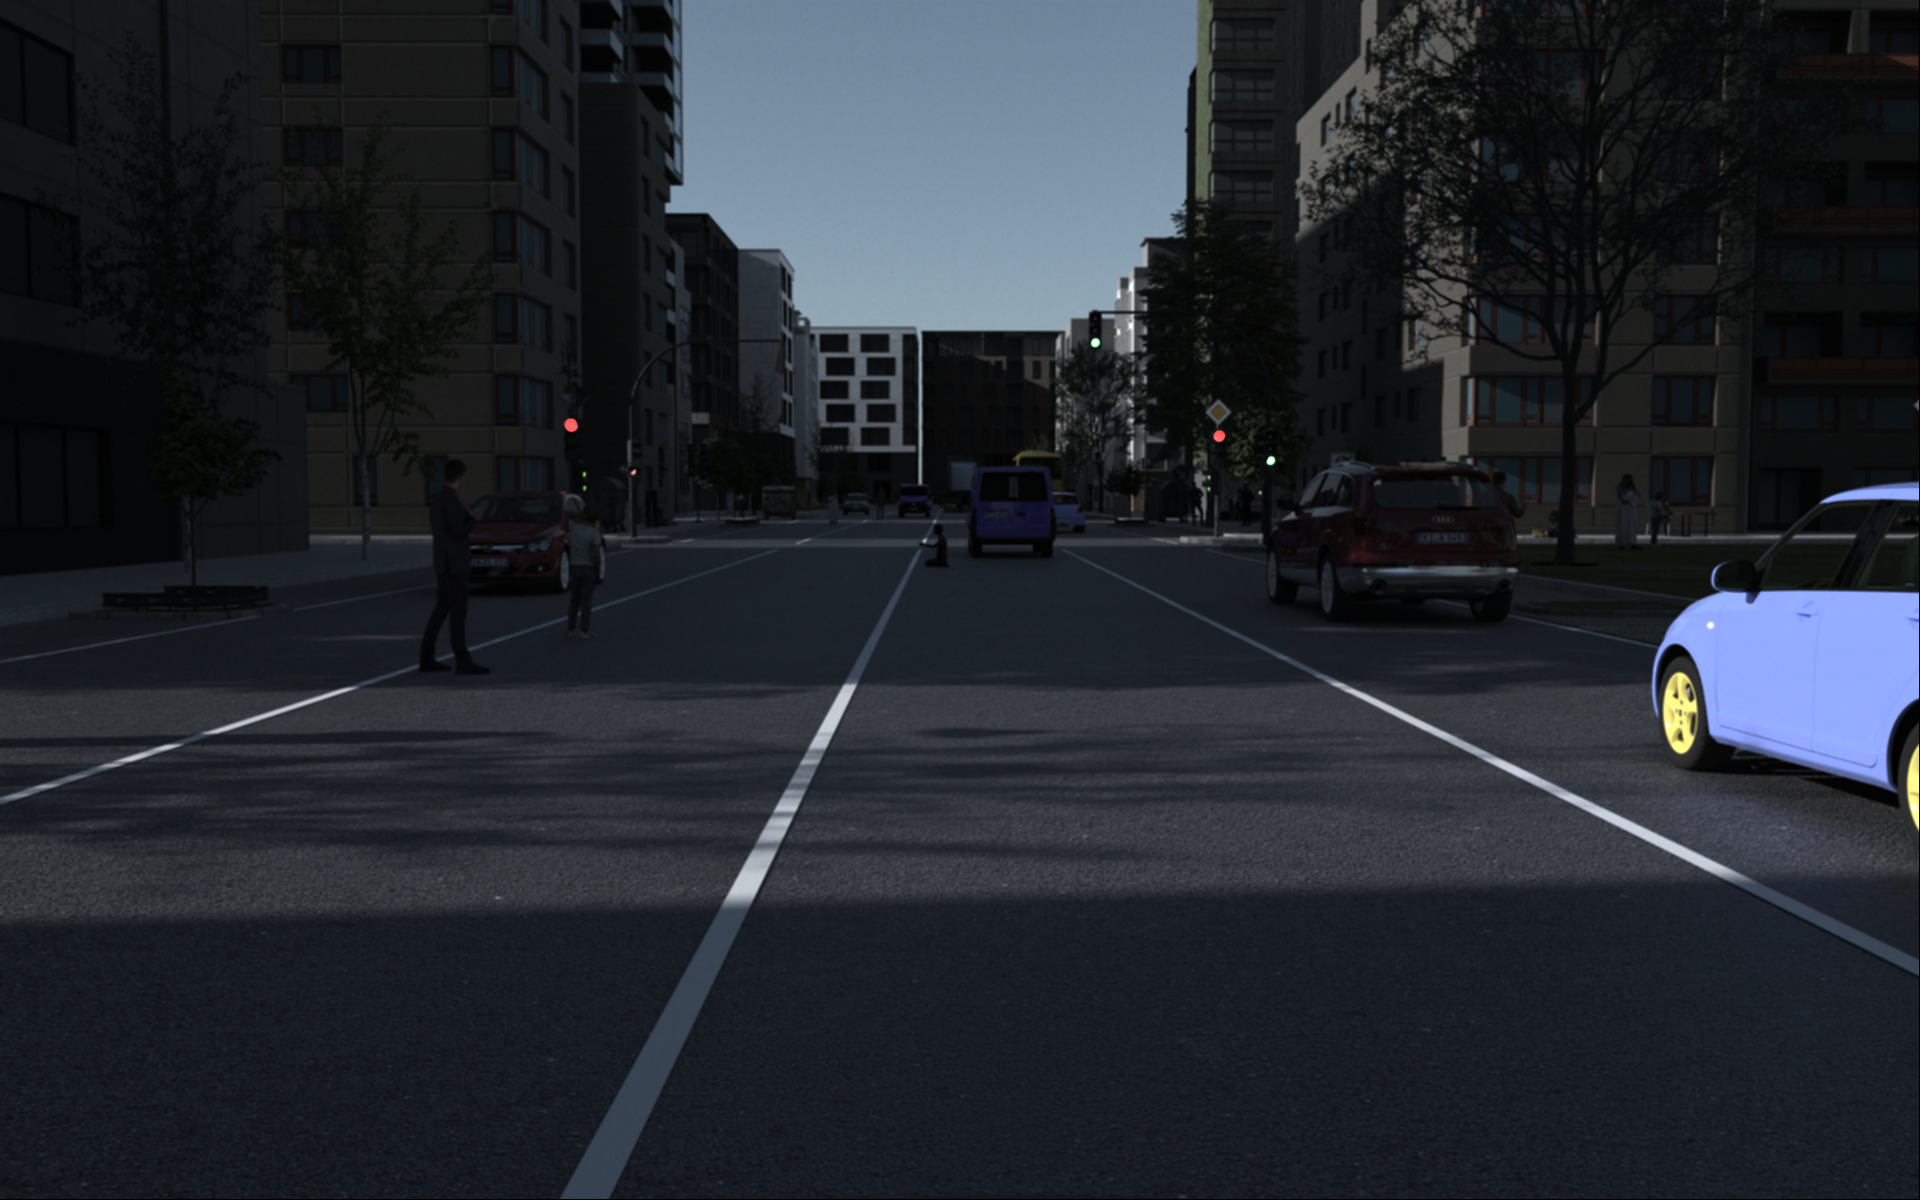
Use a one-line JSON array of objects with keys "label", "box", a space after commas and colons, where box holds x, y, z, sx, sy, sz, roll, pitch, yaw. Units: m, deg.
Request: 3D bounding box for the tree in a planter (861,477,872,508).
[{"label": "tree in a planter", "box": [-10.153, -11.187, 180.136, 1.991, 3.239, 1.994, 0, 4, 0]}]

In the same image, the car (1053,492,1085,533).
[{"label": "car", "box": [3.733, -3.395, 65.098, 1.945, 1.707, 3.694, 0, 4, -1]}]

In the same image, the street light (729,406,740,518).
[{"label": "street light", "box": [-11.884, -7.239, 91.145, 0.468, 5.910, 1.993, 0, 4, 0]}]

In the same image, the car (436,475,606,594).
[{"label": "car", "box": [-6.584, -1.051, 26.221, 2.155, 1.783, 4.494, 0, 4, -1]}]

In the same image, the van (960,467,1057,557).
[{"label": "van", "box": [1.150, -2.235, 40.922, 2.240, 2.365, 5.245, 0, 4, -1]}]

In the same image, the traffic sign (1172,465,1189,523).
[{"label": "traffic sign", "box": [9.638, -4.625, 75.720, 0.768, 2.556, 0.104, 0, 4, 4]}]

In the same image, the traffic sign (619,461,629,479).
[{"label": "traffic sign", "box": [-12.023, -3.866, 62.941, 0.795, 2.593, 0.064, 0, 4, 7]}]

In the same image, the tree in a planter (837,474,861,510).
[{"label": "tree in a planter", "box": [-9.981, -9.519, 152.850, 1.991, 3.239, 1.994, 0, 4, 0]}]

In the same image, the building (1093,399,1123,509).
[{"label": "building", "box": [17.388, -12.934, 153.612, 9.099, 9.664, 28.070, 0, 4, 0]}]

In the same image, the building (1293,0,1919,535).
[{"label": "building", "box": [30.212, -13.601, 67.417, 28.899, 21.520, 27.650, 0, 4, 0]}]

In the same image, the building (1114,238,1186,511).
[{"label": "building", "box": [20.122, -16.954, 133.621, 16.016, 20.091, 11.380, 0, 4, 0]}]

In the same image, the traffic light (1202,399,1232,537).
[{"label": "traffic light", "box": [7.585, -3.805, 51.130, 0.839, 4.253, 0.868, 0, 4, 0]}]

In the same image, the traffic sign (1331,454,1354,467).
[{"label": "traffic sign", "box": [9.470, -2.496, 42.941, 0.606, 2.300, 0.079, 1, 4, 9]}]

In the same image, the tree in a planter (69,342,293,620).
[{"label": "tree in a planter", "box": [-9.136, -1.427, 20.561, 1.991, 3.239, 1.994, 0, 4, 0]}]

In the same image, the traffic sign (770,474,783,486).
[{"label": "traffic sign", "box": [-11.978, -6.911, 113.001, 0.884, 2.594, 0.081, 0, 4, 2]}]

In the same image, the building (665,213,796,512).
[{"label": "building", "box": [-28.957, -18.259, 142.503, 27.936, 21.610, 32.646, 0, 4, 0]}]

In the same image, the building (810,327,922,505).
[{"label": "building", "box": [-21.816, -23.337, 225.531, 32.646, 21.610, 27.936, 0, 4, 0]}]

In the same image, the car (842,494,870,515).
[{"label": "car", "box": [-7.246, -6.870, 121.128, 1.959, 1.807, 4.718, 0, 4, -2]}]

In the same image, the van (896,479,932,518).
[{"label": "van", "box": [-2.796, -6.281, 107.080, 2.240, 2.365, 5.245, 0, 4, 0]}]

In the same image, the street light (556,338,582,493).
[{"label": "street light", "box": [-11.607, -4.815, 51.505, 0.468, 5.910, 1.993, 0, 4, 0]}]

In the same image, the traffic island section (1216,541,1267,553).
[{"label": "traffic island section", "box": [7.676, -1.283, 43.259, 2.009, 0.180, 2.903, 0, 4, 0]}]

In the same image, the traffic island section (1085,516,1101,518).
[{"label": "traffic island section", "box": [7.280, -4.903, 103.034, 1.991, 0.108, 1.994, 0, 4, 0]}]

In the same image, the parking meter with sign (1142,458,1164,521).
[{"label": "parking meter with sign", "box": [9.373, -5.356, 83.836, 0.543, 3.016, 1.738, 2, 4, 29]}]

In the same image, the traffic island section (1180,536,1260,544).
[{"label": "traffic island section", "box": [7.626, -1.771, 51.244, 2.009, 0.180, 2.903, 0, 4, 0]}]

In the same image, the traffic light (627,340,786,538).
[{"label": "traffic light", "box": [-7.524, -4.672, 51.053, 4.771, 5.953, 1.251, 0, 4, 0]}]

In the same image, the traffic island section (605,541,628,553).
[{"label": "traffic island section", "box": [-9.605, -1.277, 43.155, 2.009, 0.180, 2.903, 0, 4, 0]}]

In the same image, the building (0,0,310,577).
[{"label": "building", "box": [-25.107, -36.019, 27.169, 20.611, 71.187, 20.563, 0, 4, 0]}]

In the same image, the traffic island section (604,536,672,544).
[{"label": "traffic island section", "box": [-9.655, -1.765, 51.140, 2.009, 0.180, 2.903, 0, 4, 0]}]

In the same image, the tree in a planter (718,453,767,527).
[{"label": "tree in a planter", "box": [-9.482, -4.800, 75.696, 1.991, 3.239, 1.994, 0, 4, 0]}]

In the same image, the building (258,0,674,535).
[{"label": "building", "box": [-27.395, -13.605, 67.482, 27.650, 21.520, 28.899, 0, 4, 0]}]

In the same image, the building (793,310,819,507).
[{"label": "building", "box": [-23.127, -19.550, 176.064, 16.016, 20.091, 11.380, 0, 4, 0]}]

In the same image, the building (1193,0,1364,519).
[{"label": "building", "box": [19.682, -25.116, 94.241, 14.154, 41.232, 14.086, 0, 4, 0]}]

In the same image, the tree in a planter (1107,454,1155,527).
[{"label": "tree in a planter", "box": [7.460, -4.807, 75.813, 1.991, 3.239, 1.994, 0, 4, 0]}]

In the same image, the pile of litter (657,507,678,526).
[{"label": "pile of litter", "box": [-11.871, -3.388, 69.360, 1.176, 0.858, 1.719, 0, 4, 0]}]

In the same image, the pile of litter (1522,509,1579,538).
[{"label": "pile of litter", "box": [17.319, -2.253, 50.795, 1.719, 0.858, 1.176, 0, 4, 6]}]

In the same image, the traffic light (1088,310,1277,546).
[{"label": "traffic light", "box": [5.545, -4.179, 42.991, 4.771, 5.953, 1.251, 0, 4, 0]}]

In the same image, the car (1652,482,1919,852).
[{"label": "car", "box": [4.570, 0.104, 7.898, 1.945, 1.707, 3.694, 0, 4, 0]}]

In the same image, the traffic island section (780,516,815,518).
[{"label": "traffic island section", "box": [-9.659, -4.916, 103.239, 1.991, 0.108, 1.994, 0, 4, 0]}]

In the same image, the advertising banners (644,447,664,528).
[{"label": "advertising banners", "box": [-11.618, -4.260, 65.845, 0.090, 3.025, 2.074, -2, 4, -29]}]

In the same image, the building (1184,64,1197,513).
[{"label": "building", "box": [22.287, -21.255, 119.225, 14.160, 30.474, 14.107, 0, 4, 0]}]

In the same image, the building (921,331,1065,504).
[{"label": "building", "box": [11.420, -23.460, 227.543, 32.646, 21.610, 27.936, 0, 4, 0]}]

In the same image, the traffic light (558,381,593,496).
[{"label": "traffic light", "box": [-9.565, -3.309, 43.020, 0.839, 4.253, 0.868, 0, 4, 0]}]

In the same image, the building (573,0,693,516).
[{"label": "building", "box": [-28.135, -48.492, 105.513, 22.319, 86.520, 31.000, 0, 4, 0]}]

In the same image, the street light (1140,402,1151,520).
[{"label": "street light", "box": [9.299, -6.980, 86.913, 0.468, 5.910, 1.993, 0, 4, 0]}]

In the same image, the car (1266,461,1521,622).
[{"label": "car", "box": [5.101, -0.754, 20.999, 2.281, 1.827, 5.304, 0, 4, -1]}]

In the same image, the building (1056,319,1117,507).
[{"label": "building", "box": [19.473, -19.364, 183.066, 16.747, 18.905, 31.486, 0, 4, 0]}]

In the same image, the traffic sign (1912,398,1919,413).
[{"label": "traffic sign", "box": [10.279, -1.115, 17.968, 0.795, 2.593, 0.064, 0, 4, 2]}]

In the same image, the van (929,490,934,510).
[{"label": "van", "box": [-3.354, -9.148, 156.573, 2.013, 2.044, 4.112, 0, 4, -1]}]

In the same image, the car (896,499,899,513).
[{"label": "car", "box": [-3.717, -7.390, 129.874, 2.155, 1.783, 4.494, 0, 4, 0]}]

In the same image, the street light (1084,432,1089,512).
[{"label": "street light", "box": [9.205, -9.367, 125.937, 0.468, 5.910, 1.993, 0, 4, 0]}]

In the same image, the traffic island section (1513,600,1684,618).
[{"label": "traffic island section", "box": [7.813, 0.117, 20.954, 1.991, 0.108, 1.994, 0, 4, 0]}]
